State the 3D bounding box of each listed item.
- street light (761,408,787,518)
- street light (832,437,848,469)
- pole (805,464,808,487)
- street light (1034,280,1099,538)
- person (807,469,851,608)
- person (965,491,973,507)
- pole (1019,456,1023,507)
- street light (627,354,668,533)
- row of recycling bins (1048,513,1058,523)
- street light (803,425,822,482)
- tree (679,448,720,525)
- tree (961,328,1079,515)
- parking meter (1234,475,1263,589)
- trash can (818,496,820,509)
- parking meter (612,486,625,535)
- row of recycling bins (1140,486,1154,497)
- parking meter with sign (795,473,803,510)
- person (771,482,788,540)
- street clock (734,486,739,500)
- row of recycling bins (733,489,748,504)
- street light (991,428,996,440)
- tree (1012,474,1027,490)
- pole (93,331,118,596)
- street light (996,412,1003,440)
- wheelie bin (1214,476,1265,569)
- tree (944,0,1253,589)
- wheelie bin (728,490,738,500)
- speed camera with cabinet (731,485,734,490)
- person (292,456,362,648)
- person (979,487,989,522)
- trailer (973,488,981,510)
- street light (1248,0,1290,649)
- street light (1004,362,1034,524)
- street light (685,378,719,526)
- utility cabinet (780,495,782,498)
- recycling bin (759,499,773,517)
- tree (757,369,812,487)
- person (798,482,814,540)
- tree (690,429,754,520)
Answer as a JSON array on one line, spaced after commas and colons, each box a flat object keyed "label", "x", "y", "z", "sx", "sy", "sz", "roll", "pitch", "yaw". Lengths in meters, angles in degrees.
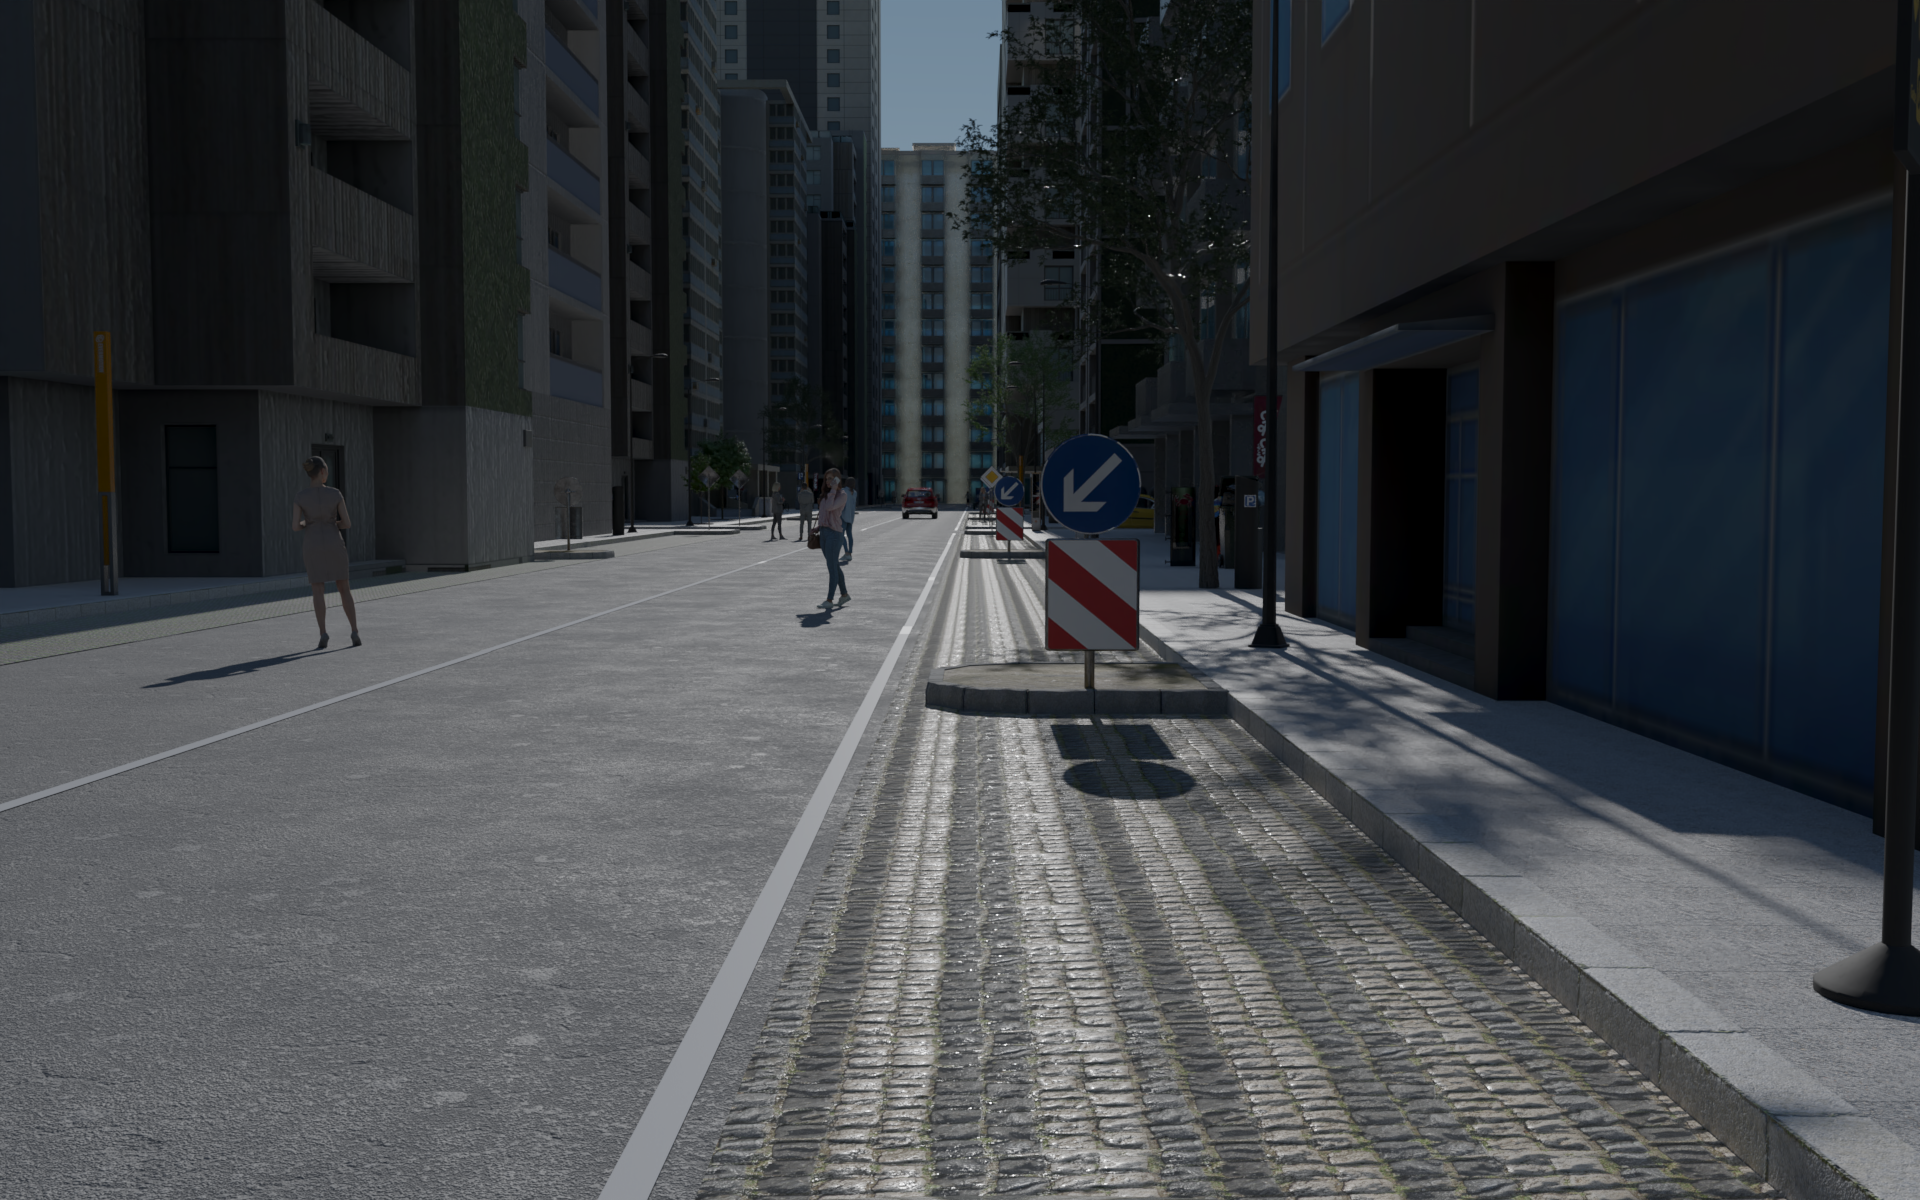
[{"label": "street light", "x": -10.032, "y": -7.393, "z": 93.411, "sx": 1.470, "sy": 5.913, "sz": 1.316, "roll": 0, "pitch": 4, "yaw": 0}, {"label": "street light", "x": -9.731, "y": -10.241, "z": 139.987, "sx": 1.470, "sy": 5.913, "sz": 1.316, "roll": 0, "pitch": 4, "yaw": 0}, {"label": "pole", "x": -10.413, "y": -7.568, "z": 117.582, "sx": 0.158, "sy": 3.312, "sz": 0.155, "roll": 0, "pitch": 3, "yaw": 0}, {"label": "street light", "x": 2.435, "y": -3.983, "z": 37.668, "sx": 1.470, "sy": 5.913, "sz": 1.316, "roll": 0, "pitch": 4, "yaw": 0}, {"label": "person", "x": -1.587, "y": -0.784, "z": 21.904, "sx": 0.643, "sy": 1.750, "sz": 0.593, "roll": -2, "pitch": 4, "yaw": -35}, {"label": "person", "x": 0.919, "y": -11.037, "z": 189.734, "sx": 0.721, "sy": 1.735, "sz": 1.217, "roll": -3, "pitch": 5, "yaw": -44}, {"label": "pole", "x": 3.256, "y": -6.021, "z": 92.288, "sx": 0.158, "sy": 3.312, "sz": 0.155, "roll": 0, "pitch": 3, "yaw": 0}, {"label": "street light", "x": -10.374, "y": -5.196, "z": 57.500, "sx": 1.470, "sy": 5.913, "sz": 1.316, "roll": 0, "pitch": 4, "yaw": 0}, {"label": "row of recycling bins", "x": 5.651, "y": -4.217, "z": 76.069, "sx": 3.534, "sy": 1.692, "sz": 1.069, "roll": 0, "pitch": 4, "yaw": -1}, {"label": "street light", "x": -9.997, "y": -8.817, "z": 116.700, "sx": 1.470, "sy": 5.913, "sz": 1.316, "roll": 0, "pitch": 4, "yaw": 0}, {"label": "tree", "x": -10.984, "y": -4.772, "z": 72.631, "sx": 1.663, "sy": 3.219, "sz": 1.824, "roll": 0, "pitch": 3, "yaw": 0}, {"label": "tree", "x": 3.831, "y": -11.179, "z": 108.527, "sx": 9.928, "sy": 11.665, "sz": 9.643, "roll": 0, "pitch": 3, "yaw": 0}, {"label": "parking meter", "x": 3.907, "y": -0.919, "z": 23.436, "sx": 0.372, "sy": 1.533, "sz": 0.369, "roll": 0, "pitch": 3, "yaw": 0}, {"label": "trash can", "x": -11.062, "y": -7.754, "z": 138.434, "sx": 0.748, "sy": 1.137, "sz": 0.748, "roll": 0, "pitch": 3, "yaw": 0}, {"label": "parking meter", "x": -10.649, "y": -2.785, "z": 53.953, "sx": 0.372, "sy": 1.533, "sz": 0.369, "roll": 0, "pitch": 3, "yaw": 0}, {"label": "row of recycling bins", "x": 8.057, "y": -4.578, "z": 81.963, "sx": 3.534, "sy": 1.692, "sz": 1.069, "roll": 0, "pitch": 4, "yaw": -4}, {"label": "parking meter with sign", "x": -13.054, "y": -8.855, "z": 141.046, "sx": 0.543, "sy": 3.016, "sz": 1.738, "roll": 0, "pitch": 4, "yaw": 5}, {"label": "person", "x": -5.710, "y": -2.806, "z": 54.564, "sx": 0.526, "sy": 1.800, "sz": 0.537, "roll": -1, "pitch": 4, "yaw": -10}, {"label": "street clock", "x": -16.515, "y": -7.548, "z": 127.972, "sx": 0.358, "sy": 2.002, "sz": 0.471, "roll": 1, "pitch": 4, "yaw": 11}, {"label": "row of recycling bins", "x": -16.571, "y": -7.627, "z": 131.813, "sx": 3.534, "sy": 1.692, "sz": 1.069, "roll": 0, "pitch": 4, "yaw": 7}, {"label": "street light", "x": 3.082, "y": -9.092, "z": 121.192, "sx": 1.470, "sy": 5.913, "sz": 1.316, "roll": 0, "pitch": 4, "yaw": 0}, {"label": "tree", "x": 4.927, "y": -9.347, "z": 147.425, "sx": 1.663, "sy": 3.219, "sz": 1.824, "roll": 0, "pitch": 3, "yaw": 0}, {"label": "pole", "x": -10.763, "y": -1.711, "z": 21.823, "sx": 0.158, "sy": 3.312, "sz": 0.155, "roll": 0, "pitch": 3, "yaw": 0}, {"label": "street light", "x": 2.935, "y": -7.667, "z": 97.904, "sx": 1.470, "sy": 5.913, "sz": 1.316, "roll": 0, "pitch": 4, "yaw": 0}, {"label": "wheelie bin", "x": 4.843, "y": -1.341, "z": 29.836, "sx": 0.980, "sy": 1.594, "sz": 0.693, "roll": 0, "pitch": 4, "yaw": -1}, {"label": "tree", "x": 3.522, "y": -5.456, "z": 23.616, "sx": 8.767, "sy": 10.594, "sz": 7.601, "roll": 1, "pitch": 4, "yaw": 18}, {"label": "wheelie bin", "x": -16.136, "y": -6.998, "z": 122.328, "sx": 0.980, "sy": 1.594, "sz": 0.693, "roll": -1, "pitch": 4, "yaw": -9}, {"label": "speed camera with cabinet", "x": -16.767, "y": -8.557, "z": 134.238, "sx": 2.038, "sy": 3.252, "sz": 0.660, "roll": 0, "pitch": 4, "yaw": 5}, {"label": "person", "x": -5.910, "y": -0.448, "z": 16.162, "sx": 0.599, "sy": 1.781, "sz": 0.374, "roll": -1, "pitch": 4, "yaw": -23}, {"label": "person", "x": 1.227, "y": -4.892, "z": 88.660, "sx": 0.537, "sy": 1.800, "sz": 0.526, "roll": 0, "pitch": 4, "yaw": 8}, {"label": "trailer", "x": 1.946, "y": -9.340, "z": 159.753, "sx": 1.471, "sy": 1.999, "sz": 3.904, "roll": 0, "pitch": 4, "yaw": 2}, {"label": "street light", "x": 2.054, "y": -2.559, "z": 14.382, "sx": 1.470, "sy": 5.913, "sz": 1.316, "roll": 0, "pitch": 4, "yaw": 0}, {"label": "street light", "x": 2.402, "y": -5.408, "z": 60.957, "sx": 1.470, "sy": 5.913, "sz": 1.316, "roll": 0, "pitch": 4, "yaw": 0}, {"label": "street light", "x": -10.346, "y": -5.937, "z": 69.616, "sx": 1.470, "sy": 5.913, "sz": 1.316, "roll": 0, "pitch": 4, "yaw": 0}, {"label": "utility cabinet", "x": -15.294, "y": -8.110, "z": 143.766, "sx": 1.020, "sy": 1.237, "sz": 0.306, "roll": 1, "pitch": 4, "yaw": 14}, {"label": "recycling bin", "x": -10.848, "y": -5.199, "z": 97.553, "sx": 0.722, "sy": 1.027, "sz": 0.722, "roll": 1, "pitch": 4, "yaw": 21}, {"label": "tree", "x": -11.699, "y": -11.972, "z": 130.148, "sx": 7.601, "sy": 10.594, "sz": 8.767, "roll": 0, "pitch": 4, "yaw": 6}, {"label": "person", "x": -4.856, "y": -2.808, "z": 54.594, "sx": 0.511, "sy": 1.800, "sz": 0.466, "roll": -1, "pitch": 4, "yaw": -10}, {"label": "tree", "x": -11.982, "y": -6.327, "z": 87.166, "sx": 4.285, "sy": 4.588, "sz": 4.351, "roll": 0, "pitch": 3, "yaw": 0}]
